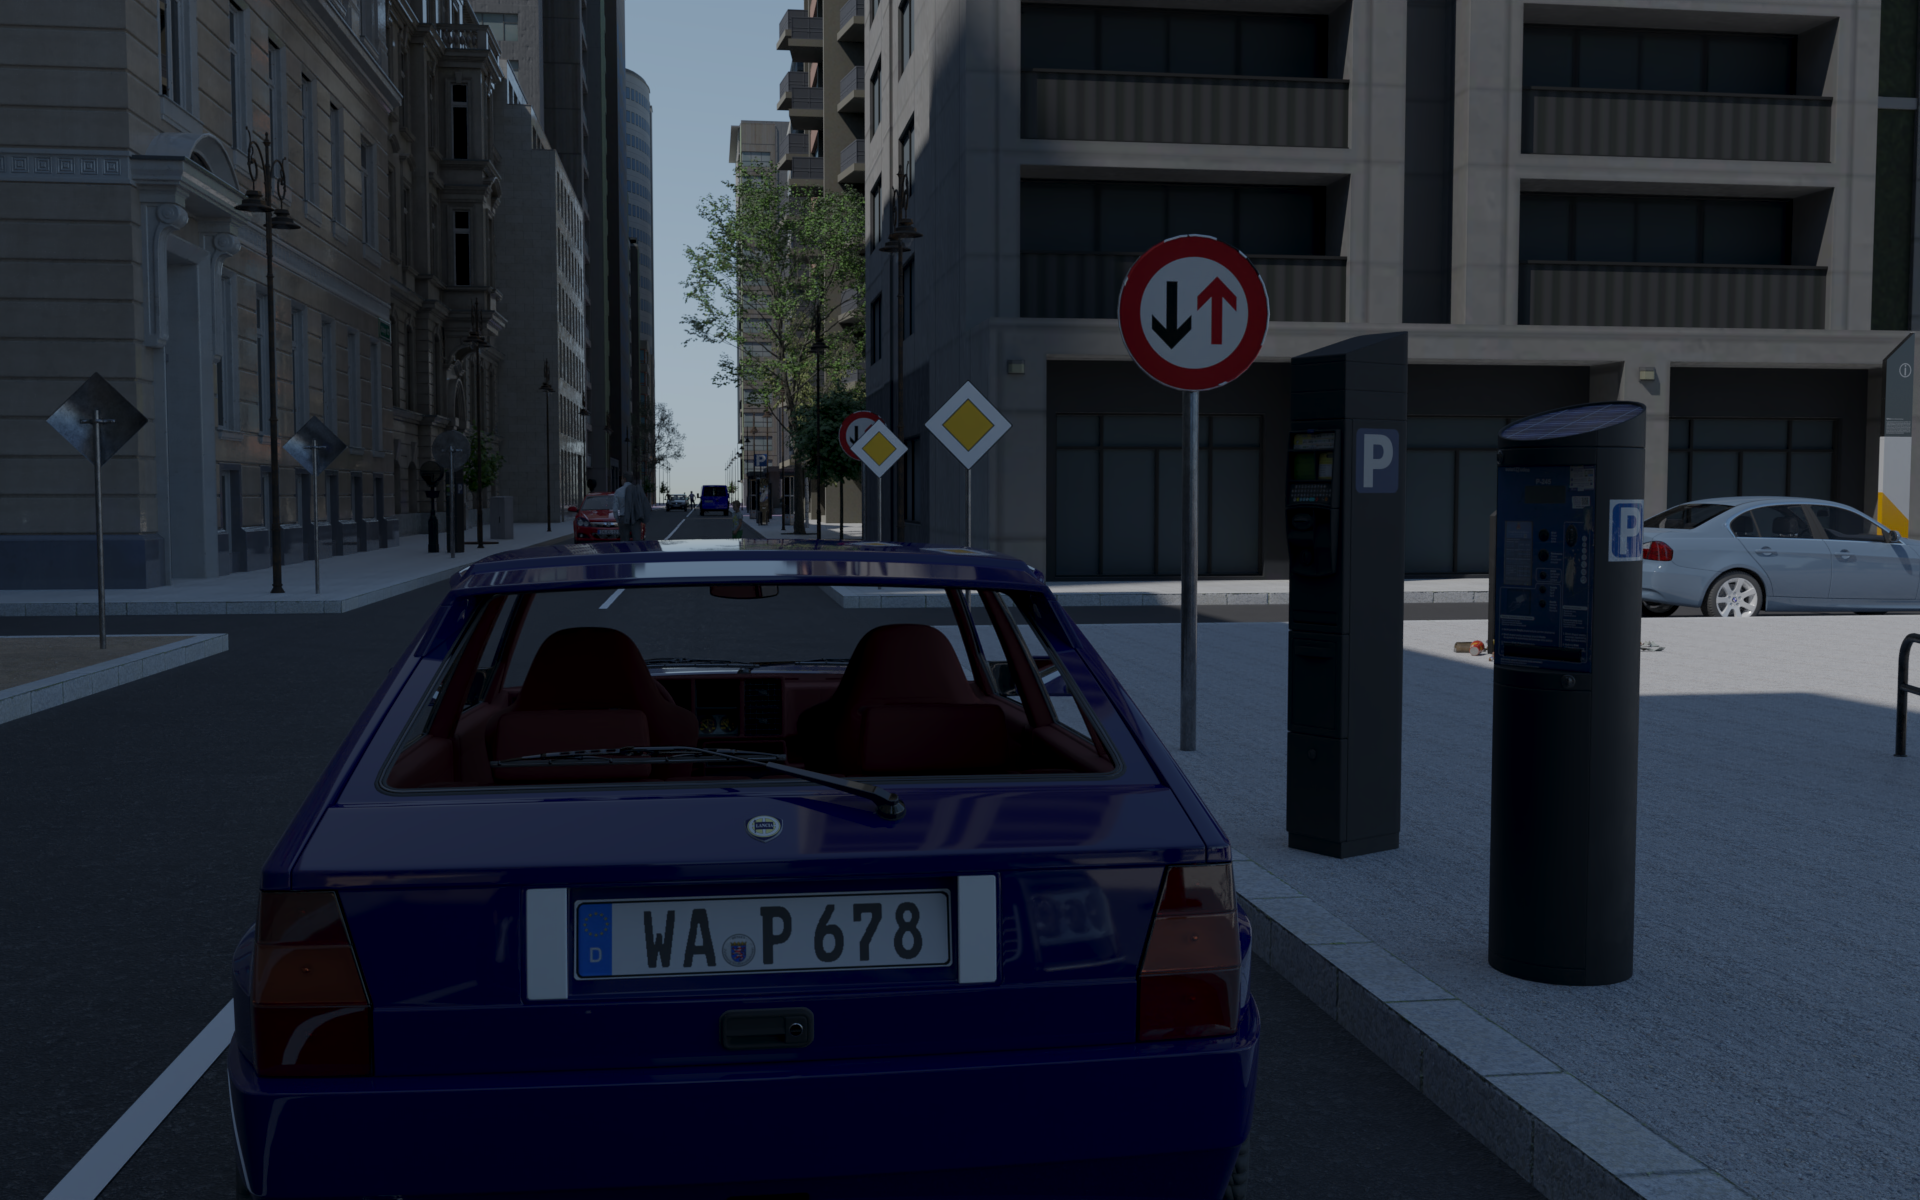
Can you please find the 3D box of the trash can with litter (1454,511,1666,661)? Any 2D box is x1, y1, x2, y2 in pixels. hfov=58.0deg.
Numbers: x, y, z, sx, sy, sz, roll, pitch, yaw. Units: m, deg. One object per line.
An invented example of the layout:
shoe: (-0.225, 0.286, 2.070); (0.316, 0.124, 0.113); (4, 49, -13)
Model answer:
trash can with litter: (4.890, -0.178, 13.961); (2.233, 1.210, 1.678); (-1, 4, -20)

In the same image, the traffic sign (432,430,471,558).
traffic sign: (-10.177, -2.114, 34.677); (0.768, 2.556, 0.104); (0, 4, -3)

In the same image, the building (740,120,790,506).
building: (-17.369, -31.183, 193.441); (14.154, 41.232, 14.086); (-1, 4, -8)

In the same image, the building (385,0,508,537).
building: (-22.961, -14.635, 58.364); (14.460, 24.649, 34.723); (-1, 4, -8)

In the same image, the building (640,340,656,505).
building: (-50.836, -22.136, 206.962); (27.650, 21.520, 28.899); (-1, 4, -8)

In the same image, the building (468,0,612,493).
building: (-28.281, -25.581, 101.849); (14.154, 41.232, 14.086); (-1, 4, -8)

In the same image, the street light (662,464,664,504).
street light: (-34.432, -13.801, 198.432); (0.468, 5.910, 1.993); (-1, 4, -8)

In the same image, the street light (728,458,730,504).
street light: (-23.986, -12.848, 182.852); (0.468, 5.910, 1.993); (-1, 4, -8)

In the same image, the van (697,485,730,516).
van: (-16.565, -6.861, 116.557); (2.240, 2.365, 5.245); (-1, 4, -9)

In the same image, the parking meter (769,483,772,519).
parking meter: (-9.855, -5.088, 88.899); (0.399, 1.863, 0.255); (0, 4, 0)

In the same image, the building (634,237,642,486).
building: (-41.749, -25.359, 186.320); (14.160, 30.474, 14.107); (-1, 4, -8)

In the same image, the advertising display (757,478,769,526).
advertising display: (-8.050, -4.007, 70.727); (0.123, 1.923, 0.974); (1, 4, 16)

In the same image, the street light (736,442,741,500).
street light: (-17.171, -10.003, 136.330); (0.468, 5.910, 1.993); (-1, 4, -8)

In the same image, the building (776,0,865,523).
building: (2.470, -26.247, 83.769); (22.147, 44.769, 28.867); (-1, 4, -8)

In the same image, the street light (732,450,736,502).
street light: (-19.791, -11.106, 154.374); (0.468, 5.910, 1.993); (-1, 4, -8)

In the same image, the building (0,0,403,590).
building: (-18.540, -15.004, 31.225); (13.634, 28.700, 20.117); (-1, 4, -8)

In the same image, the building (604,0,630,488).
building: (-33.456, -29.721, 136.046); (14.600, 45.320, 14.200); (-1, 4, -8)

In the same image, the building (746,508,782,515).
building: (-0.776, -27.267, 137.697); (32.217, 40.220, 23.993); (-1, 4, -8)

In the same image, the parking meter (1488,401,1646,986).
parking meter: (1.625, 0.230, 4.648); (0.372, 1.533, 0.369); (0, 3, 0)

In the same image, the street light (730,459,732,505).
street light: (-22.448, -12.247, 173.029); (0.468, 5.910, 1.993); (-1, 4, -8)

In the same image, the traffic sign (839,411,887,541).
traffic sign: (-1.467, -1.616, 26.534); (0.768, 2.556, 0.104); (0, 4, 1)

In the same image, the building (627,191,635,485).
building: (-36.151, -23.187, 150.801); (14.160, 30.474, 14.107); (-1, 4, -8)

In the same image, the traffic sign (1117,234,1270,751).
traffic sign: (1.143, -0.519, 8.599); (0.768, 2.556, 0.104); (0, 4, -8)

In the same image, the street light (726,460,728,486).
street light: (-26.548, -13.952, 200.904); (0.468, 5.910, 1.993); (-1, 4, -8)

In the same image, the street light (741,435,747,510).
street light: (-14.434, -8.864, 117.714); (0.468, 5.910, 1.993); (-1, 4, -8)

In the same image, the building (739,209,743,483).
building: (-16.116, -34.285, 215.177); (22.147, 44.769, 28.867); (-1, 4, -8)

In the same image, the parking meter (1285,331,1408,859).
parking meter: (1.381, -0.031, 6.213); (0.399, 1.863, 0.255); (-3, 4, -36)

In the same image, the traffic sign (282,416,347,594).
traffic sign: (-8.255, -1.135, 22.200); (0.795, 2.450, 0.064); (-1, 4, -8)

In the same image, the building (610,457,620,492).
building: (-34.181, -41.550, 117.595); (20.563, 71.187, 20.611); (-1, 4, -8)

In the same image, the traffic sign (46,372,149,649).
traffic sign: (-7.103, -0.652, 14.298); (0.795, 2.450, 0.064); (-1, 4, -8)

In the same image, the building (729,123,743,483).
building: (-17.685, -40.013, 243.451); (28.713, 52.752, 27.495); (-1, 4, -8)

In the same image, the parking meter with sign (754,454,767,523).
parking meter with sign: (-8.722, -4.883, 76.099); (0.543, 3.016, 1.738); (0, 4, -5)

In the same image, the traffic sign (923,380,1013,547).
traffic sign: (0.068, -0.714, 15.320); (0.795, 2.450, 0.064); (-1, 4, -8)

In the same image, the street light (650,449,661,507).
street light: (-31.716, -12.695, 180.350); (0.468, 5.910, 1.993); (-1, 4, -8)

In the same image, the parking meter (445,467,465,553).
parking meter: (-11.035, -1.964, 37.830); (0.255, 1.863, 0.399); (1, 4, 12)

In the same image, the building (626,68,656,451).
building: (-52.567, -42.388, 235.040); (21.231, 58.520, 28.212); (-1, 4, -8)

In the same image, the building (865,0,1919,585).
building: (9.138, -36.409, 33.543); (20.611, 71.187, 20.563); (-1, 4, -8)

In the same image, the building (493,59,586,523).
building: (-24.203, -14.042, 84.331); (10.420, 20.320, 16.860); (-1, 4, -8)

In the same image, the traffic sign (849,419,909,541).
traffic sign: (-1.084, -1.197, 23.221); (0.795, 2.450, 0.064); (-1, 4, -8)
